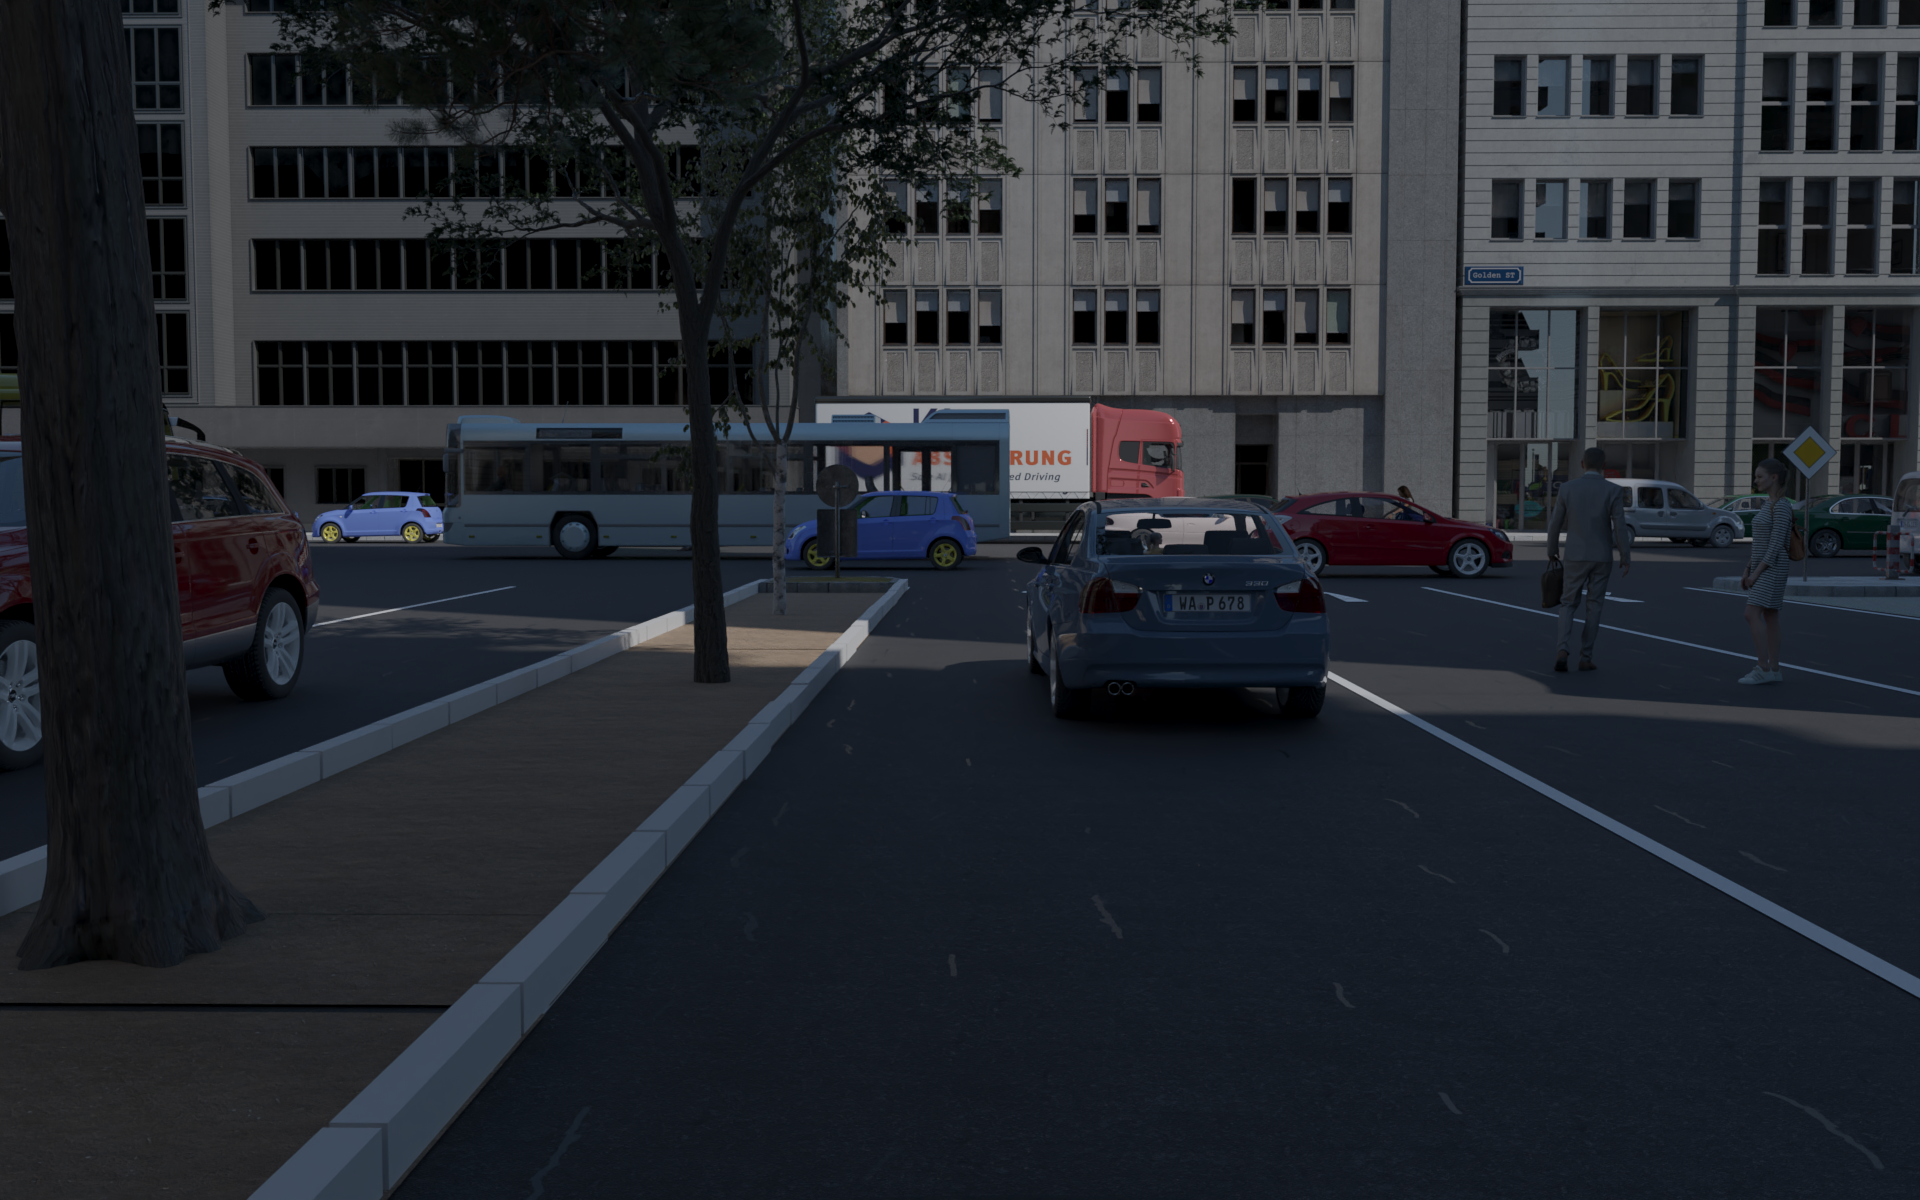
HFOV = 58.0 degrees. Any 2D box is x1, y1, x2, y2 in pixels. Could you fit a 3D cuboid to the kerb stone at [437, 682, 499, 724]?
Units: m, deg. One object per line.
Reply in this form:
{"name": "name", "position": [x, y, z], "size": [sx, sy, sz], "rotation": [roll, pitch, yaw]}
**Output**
{"name": "kerb stone", "position": [-3.200, 0.673, 11.196], "size": [0.120, 0.150, 1.000], "rotation": [0, 4, 1]}

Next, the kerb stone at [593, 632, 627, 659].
{"name": "kerb stone", "position": [-3.132, 0.421, 15.313], "size": [0.120, 0.150, 1.000], "rotation": [0, 4, 1]}

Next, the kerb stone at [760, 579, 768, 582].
{"name": "kerb stone", "position": [-2.956, -0.207, 25.604], "size": [0.120, 0.150, 1.000], "rotation": [0, 4, 1]}

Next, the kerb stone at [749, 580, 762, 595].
{"name": "kerb stone", "position": [-2.974, -0.145, 24.572], "size": [0.120, 0.150, 1.000], "rotation": [0, 4, 1]}

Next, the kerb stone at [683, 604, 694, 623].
{"name": "kerb stone", "position": [-3.062, 0.173, 19.438], "size": [0.120, 0.150, 1.000], "rotation": [0, 4, 1]}

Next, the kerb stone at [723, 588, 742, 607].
{"name": "kerb stone", "position": [-3.003, -0.015, 22.520], "size": [0.120, 0.150, 1.000], "rotation": [0, 4, 1]}

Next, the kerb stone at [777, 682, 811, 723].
{"name": "kerb stone", "position": [-1.096, 0.681, 11.244], "size": [0.120, 0.150, 1.000], "rotation": [0, 4, 1]}

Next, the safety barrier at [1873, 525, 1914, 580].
{"name": "safety barrier", "position": [13.946, -0.710, 25.883], "size": [0.300, 0.817, 1.120], "rotation": [0, 4, 1]}

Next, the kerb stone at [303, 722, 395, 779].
{"name": "kerb stone", "position": [-3.232, 0.798, 9.144], "size": [0.120, 0.150, 1.000], "rotation": [0, 4, 1]}

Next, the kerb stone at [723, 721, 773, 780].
{"name": "kerb stone", "position": [-1.125, 0.796, 9.174], "size": [0.120, 0.150, 1.000], "rotation": [0, 4, 1]}

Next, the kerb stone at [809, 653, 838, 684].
{"name": "kerb stone", "position": [-1.062, 0.544, 13.298], "size": [0.120, 0.150, 1.000], "rotation": [0, 4, 1]}

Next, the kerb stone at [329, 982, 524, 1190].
{"name": "kerb stone", "position": [-1.219, 1.111, 4.036], "size": [0.120, 0.150, 1.000], "rotation": [0, 4, 1]}

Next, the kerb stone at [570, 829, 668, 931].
{"name": "kerb stone", "position": [-1.190, 0.987, 6.088], "size": [0.120, 0.150, 1.000], "rotation": [0, 4, 1]}

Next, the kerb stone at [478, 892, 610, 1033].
{"name": "kerb stone", "position": [-1.200, 1.050, 5.062], "size": [0.120, 0.150, 1.000], "rotation": [0, 4, 1]}

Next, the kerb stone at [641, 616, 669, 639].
{"name": "kerb stone", "position": [-3.096, 0.296, 17.374], "size": [0.120, 0.150, 1.000], "rotation": [0, 4, 1]}

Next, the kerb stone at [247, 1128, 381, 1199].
{"name": "kerb stone", "position": [-1.239, 1.173, 3.011], "size": [0.120, 0.150, 1.000], "rotation": [0, 4, 1]}

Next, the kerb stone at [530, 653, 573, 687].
{"name": "kerb stone", "position": [-3.160, 0.550, 13.256], "size": [0.120, 0.150, 1.000], "rotation": [0, 4, 1]}

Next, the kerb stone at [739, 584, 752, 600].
{"name": "kerb stone", "position": [-2.986, -0.080, 23.545], "size": [0.120, 0.150, 1.000], "rotation": [0, 4, 1]}

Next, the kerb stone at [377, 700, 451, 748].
{"name": "kerb stone", "position": [-3.220, 0.735, 10.170], "size": [0.120, 0.150, 1.000], "rotation": [0, 4, 1]}

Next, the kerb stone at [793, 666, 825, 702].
{"name": "kerb stone", "position": [-1.080, 0.608, 12.269], "size": [0.120, 0.150, 1.000], "rotation": [0, 4, 1]}

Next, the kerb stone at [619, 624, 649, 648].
{"name": "kerb stone", "position": [-3.117, 0.358, 16.339], "size": [0.120, 0.150, 1.000], "rotation": [0, 4, 1]}

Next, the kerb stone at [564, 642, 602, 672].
{"name": "kerb stone", "position": [-3.143, 0.484, 14.288], "size": [0.120, 0.150, 1.000], "rotation": [0, 4, 1]}

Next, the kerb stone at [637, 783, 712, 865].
{"name": "kerb stone", "position": [-1.171, 0.922, 7.116], "size": [0.120, 0.150, 1.000], "rotation": [0, 4, 1]}

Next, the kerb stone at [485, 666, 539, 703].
{"name": "kerb stone", "position": [-3.182, 0.610, 12.223], "size": [0.120, 0.150, 1.000], "rotation": [0, 4, 1]}

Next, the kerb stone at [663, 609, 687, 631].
{"name": "kerb stone", "position": [-3.074, 0.233, 18.403], "size": [0.120, 0.150, 1.000], "rotation": [0, 4, 1]}

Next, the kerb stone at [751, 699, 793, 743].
{"name": "kerb stone", "position": [-1.119, 0.733, 10.211], "size": [0.120, 0.150, 1.000], "rotation": [0, 4, 1]}

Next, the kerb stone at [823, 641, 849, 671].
{"name": "kerb stone", "position": [-1.042, 0.481, 14.323], "size": [0.120, 0.150, 1.000], "rotation": [0, 4, 1]}

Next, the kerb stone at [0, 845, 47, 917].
{"name": "kerb stone", "position": [-3.287, 0.987, 6.059], "size": [0.120, 0.150, 1.000], "rotation": [0, 4, 1]}

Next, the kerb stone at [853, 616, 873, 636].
{"name": "kerb stone", "position": [-0.994, 0.293, 17.407], "size": [0.120, 0.150, 1.000], "rotation": [0, 4, 1]}

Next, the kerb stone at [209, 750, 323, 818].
{"name": "kerb stone", "position": [-3.250, 0.861, 8.111], "size": [0.120, 0.150, 1.000], "rotation": [0, 4, 1]}

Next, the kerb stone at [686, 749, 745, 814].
{"name": "kerb stone", "position": [-1.153, 0.859, 8.149], "size": [0.120, 0.150, 1.000], "rotation": [0, 4, 1]}

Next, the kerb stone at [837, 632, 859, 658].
{"name": "kerb stone", "position": [-1.018, 0.418, 15.355], "size": [0.120, 0.150, 1.000], "rotation": [0, 4, 1]}

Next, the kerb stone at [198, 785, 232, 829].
{"name": "kerb stone", "position": [-3.269, 0.925, 7.085], "size": [0.120, 0.150, 1.000], "rotation": [0, 4, 1]}

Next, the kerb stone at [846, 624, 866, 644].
{"name": "kerb stone", "position": [-1.011, 0.363, 16.382], "size": [0.120, 0.150, 1.000], "rotation": [0, 4, 1]}
